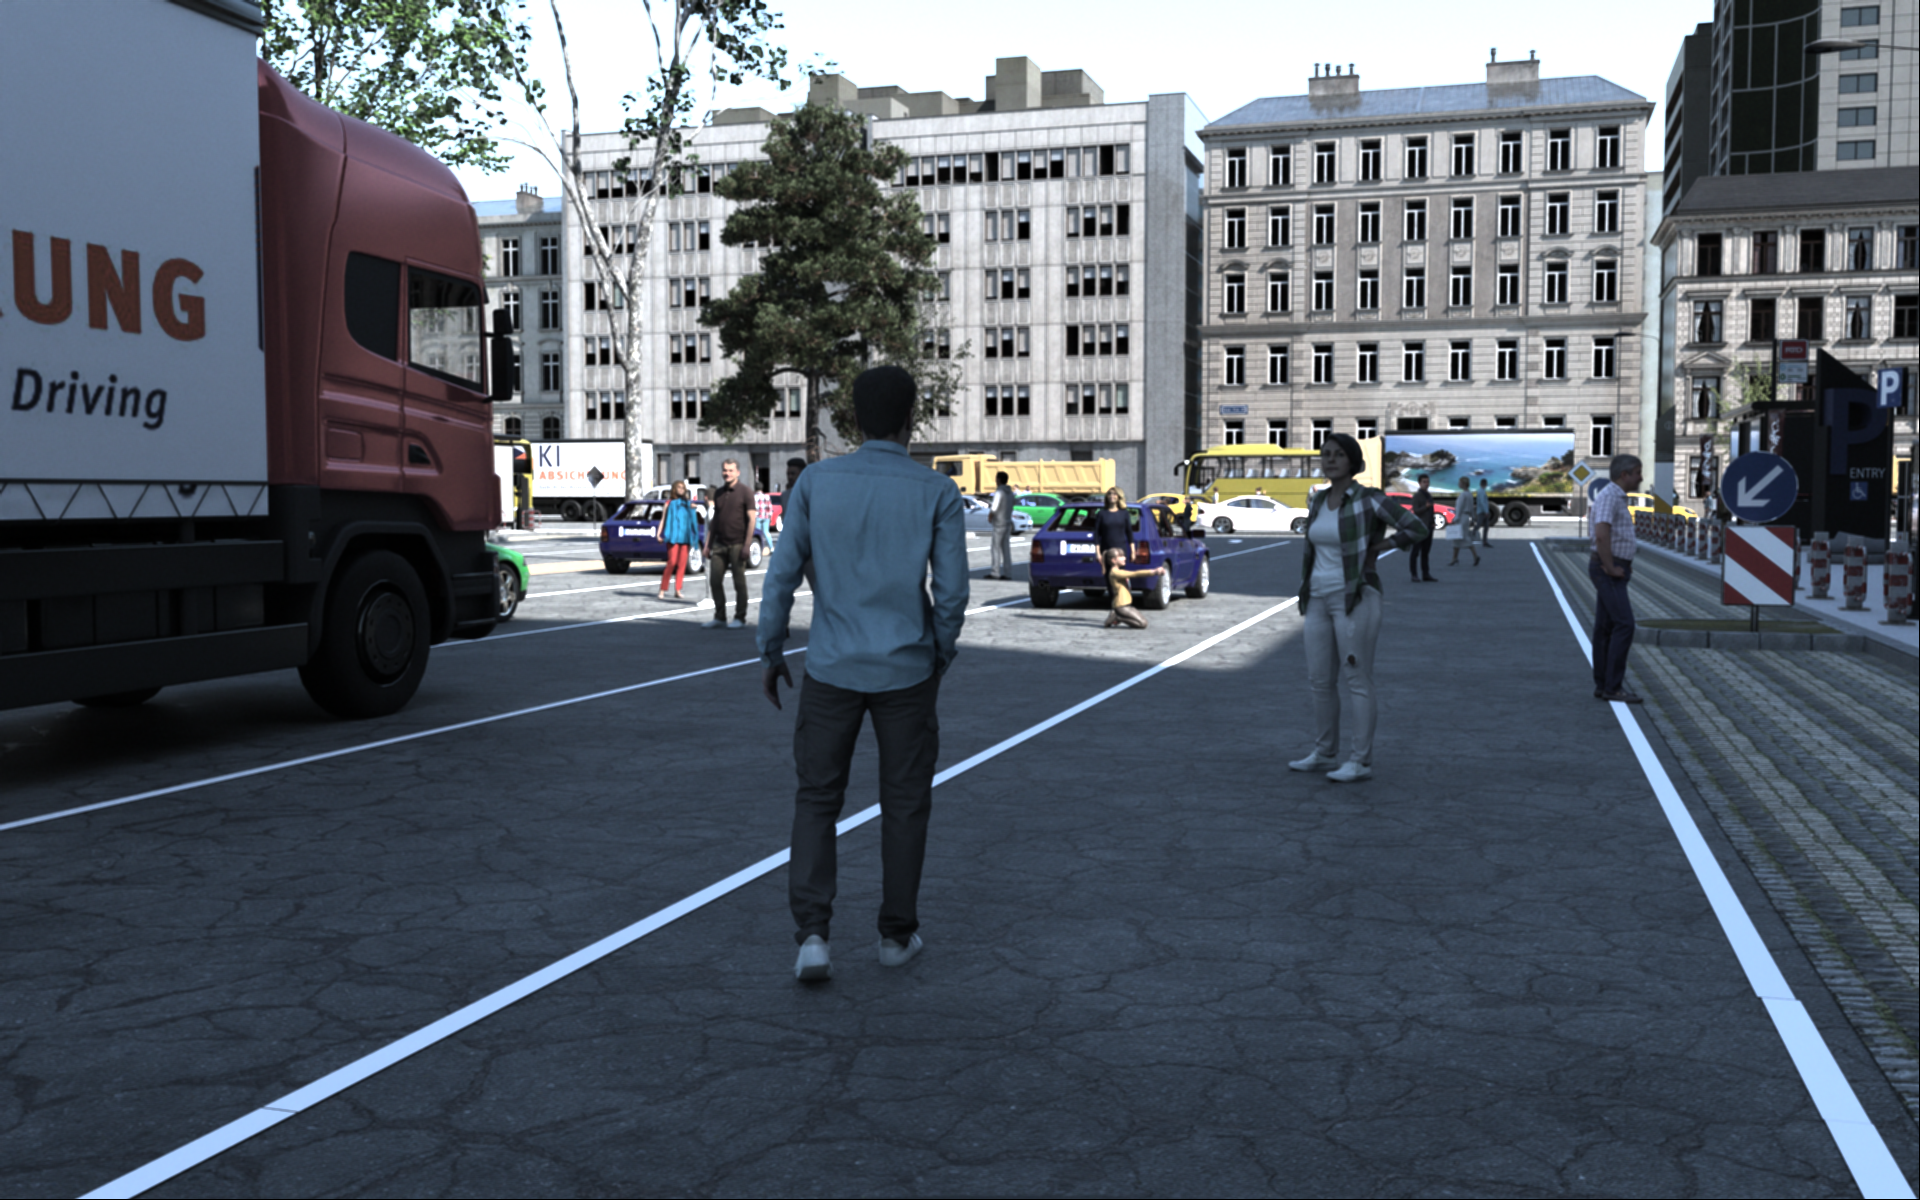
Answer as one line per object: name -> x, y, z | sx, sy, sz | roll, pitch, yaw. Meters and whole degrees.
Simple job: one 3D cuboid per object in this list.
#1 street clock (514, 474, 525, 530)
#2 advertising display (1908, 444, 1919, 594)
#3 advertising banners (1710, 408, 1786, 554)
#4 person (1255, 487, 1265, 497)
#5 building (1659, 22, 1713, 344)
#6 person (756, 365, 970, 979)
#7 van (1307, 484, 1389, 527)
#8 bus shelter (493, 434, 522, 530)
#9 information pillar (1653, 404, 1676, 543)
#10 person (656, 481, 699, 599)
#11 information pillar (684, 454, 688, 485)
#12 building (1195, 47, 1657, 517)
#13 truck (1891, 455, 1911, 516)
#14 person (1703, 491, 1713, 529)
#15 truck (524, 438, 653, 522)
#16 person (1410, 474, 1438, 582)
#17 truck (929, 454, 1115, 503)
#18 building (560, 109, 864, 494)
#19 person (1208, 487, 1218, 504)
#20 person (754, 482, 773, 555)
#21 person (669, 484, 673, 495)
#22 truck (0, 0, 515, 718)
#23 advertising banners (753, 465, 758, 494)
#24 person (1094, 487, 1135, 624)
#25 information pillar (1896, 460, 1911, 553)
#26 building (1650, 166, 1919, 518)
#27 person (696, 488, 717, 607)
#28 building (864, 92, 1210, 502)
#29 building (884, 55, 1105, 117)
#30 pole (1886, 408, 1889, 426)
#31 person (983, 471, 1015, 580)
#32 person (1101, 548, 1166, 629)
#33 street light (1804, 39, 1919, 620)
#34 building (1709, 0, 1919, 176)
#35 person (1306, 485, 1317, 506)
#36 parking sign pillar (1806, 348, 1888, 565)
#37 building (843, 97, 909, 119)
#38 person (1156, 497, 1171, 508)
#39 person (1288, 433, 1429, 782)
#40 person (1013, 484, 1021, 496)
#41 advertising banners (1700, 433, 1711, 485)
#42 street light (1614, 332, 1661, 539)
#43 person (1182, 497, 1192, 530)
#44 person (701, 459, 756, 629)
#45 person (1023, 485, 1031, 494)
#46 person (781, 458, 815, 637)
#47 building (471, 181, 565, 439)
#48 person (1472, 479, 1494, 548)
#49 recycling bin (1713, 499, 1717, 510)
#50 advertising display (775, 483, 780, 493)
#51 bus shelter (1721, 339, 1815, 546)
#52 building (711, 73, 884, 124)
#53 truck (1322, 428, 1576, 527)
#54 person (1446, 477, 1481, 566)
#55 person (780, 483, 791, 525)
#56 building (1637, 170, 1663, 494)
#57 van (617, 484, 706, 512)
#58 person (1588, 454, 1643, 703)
street clock -> -15.757, -3.507, 61.907 | 0.471, 2.002, 0.358 | 3, 5, 41
advertising display -> 12.249, -1.026, 21.984 | 0.123, 1.923, 0.974 | 1, 4, 14
advertising banners -> 16.567, -2.459, 36.390 | 0.090, 3.025, 2.074 | -1, 4, -15
person -> 12.384, -3.822, 71.792 | 0.445, 1.727, 0.742 | 2, 4, 26
building -> 82.482, -33.618, 173.349 | 21.300, 48.544, 21.600 | 1, 4, 17
person -> -0.300, 0.204, 5.192 | 0.660, 1.820, 0.620 | 0, 4, 3
van -> 17.082, -4.156, 74.968 | 4.112, 2.044, 2.013 | 1, 4, 16
bus shelter -> -17.888, -4.887, 57.532 | 2.179, 5.291, 8.768 | 1, 4, 18
information pillar -> 18.417, -3.297, 45.259 | 0.504, 3.616, 0.183 | 1, 4, 19
person -> -3.889, -0.834, 23.843 | 0.593, 1.614, 0.444 | -1, 4, -14
information pillar -> -15.860, -6.669, 100.387 | 0.183, 3.616, 0.504 | 0, 4, 5
building -> 27.439, -18.726, 103.429 | 25.104, 27.353, 12.463 | 1, 4, 17
truck -> 42.810, -4.915, 76.287 | 9.791, 3.379, 3.469 | 1, 4, 17
person -> 30.791, -3.709, 71.350 | 0.429, 1.552, 0.499 | 3, 5, 40
truck -> -21.540, -6.161, 89.648 | 11.283, 4.237, 2.839 | 1, 4, 16
person -> 7.672, -1.178, 28.283 | 0.617, 1.759, 0.750 | -2, 4, -25
truck -> 2.533, -5.431, 84.721 | 9.791, 3.379, 3.469 | 1, 4, 16
building -> -14.534, -18.187, 115.382 | 19.932, 24.808, 12.078 | 1, 4, 17
person -> 11.384, -4.205, 77.817 | 0.524, 1.755, 0.480 | 0, 4, 5
person -> -4.657, -1.907, 40.523 | 0.563, 1.720, 0.643 | -2, 4, -28
person -> -10.332, -3.329, 63.074 | 0.789, 1.805, 0.875 | 1, 4, 9
truck -> -5.732, -1.173, 8.086 | 2.839, 4.237, 11.283 | 1, 4, 16
advertising banners -> -12.399, -6.621, 104.444 | 0.090, 3.025, 2.074 | 0, 4, 7
person -> 1.704, -0.505, 19.302 | 0.480, 1.512, 0.613 | 0, 4, -8
information pillar -> 20.711, -2.040, 37.854 | 0.304, 2.012, 0.304 | 0, 4, -5
building -> 48.752, -14.137, 95.771 | 19.286, 19.102, 10.561 | 1, 4, 17
person -> -3.175, -0.680, 22.211 | 0.523, 1.515, 0.503 | -2, 4, -24
building -> 5.509, -17.911, 110.864 | 19.932, 24.808, 12.078 | 1, 4, 17
building -> 5.469, -35.101, 197.598 | 21.600, 48.544, 21.300 | 1, 4, 17
pole -> 19.865, -2.645, 37.097 | 0.158, 3.312, 0.155 | 0, 3, 0
person -> 0.657, -1.238, 28.894 | 0.789, 1.805, 0.875 | 3, 4, 37
person -> 1.848, -0.125, 18.461 | 0.695, 0.859, 0.347 | 1, 4, 16
street light -> 9.326, -2.764, 17.736 | 1.470, 5.913, 1.316 | 1, 4, 17
building -> 75.798, -43.674, 152.319 | 20.563, 71.187, 20.611 | 1, 4, 17
person -> 13.714, -3.539, 66.765 | 0.661, 1.777, 0.834 | -1, 4, -22
parking sign pillar -> 16.525, -2.665, 32.051 | 1.447, 3.967, 1.447 | 0, 4, -6
building -> -6.703, -29.490, 174.037 | 32.217, 40.220, 23.993 | 1, 4, 17
person -> 5.413, -2.070, 46.249 | 0.435, 1.345, 0.340 | 0, 4, -7
person -> 1.951, 0.028, 8.760 | 0.376, 1.734, 0.841 | -2, 4, -25
person -> 2.424, -3.816, 70.731 | 0.795, 1.843, 0.661 | 0, 4, -1
advertising banners -> 21.848, -3.253, 49.375 | 0.090, 3.025, 2.074 | -1, 4, -22
street light -> 19.468, -4.723, 49.760 | 1.470, 5.913, 1.316 | 1, 4, 17
person -> 6.467, -2.279, 49.670 | 0.340, 1.345, 0.435 | 1, 4, 16
person -> -2.475, -0.602, 18.463 | 0.598, 1.807, 0.434 | 3, 5, 42
person -> 3.238, -4.464, 81.349 | 0.709, 1.838, 0.599 | -2, 4, -31
person -> -1.585, -0.525, 17.361 | 0.678, 1.792, 0.850 | 2, 4, 33
building -> -40.182, -18.771, 125.990 | 34.723, 24.649, 14.460 | 1, 4, 17
person -> 13.946, -2.330, 46.461 | 0.748, 1.841, 0.638 | 2, 4, 27
recycling bin -> 37.524, -4.440, 85.155 | 0.722, 1.027, 0.722 | -1, 4, -11
advertising display -> -11.071, -6.105, 105.034 | 0.123, 1.923, 0.974 | -1, 4, -17
bus shelter -> 20.111, -3.981, 42.726 | 2.179, 5.291, 8.768 | 1, 4, 18
building -> -15.194, -35.570, 205.269 | 21.600, 48.544, 21.300 | 1, 4, 17
truck -> 21.103, -5.355, 76.461 | 11.283, 4.237, 2.839 | 1, 4, 17
person -> 10.093, -1.577, 34.644 | 0.694, 1.780, 0.624 | -2, 4, -34
person -> -4.663, -2.350, 47.673 | 0.760, 1.731, 0.466 | -1, 4, -11
building -> 91.303, -38.885, 255.378 | 30.456, 49.044, 23.786 | 1, 4, 17
van -> -13.106, -4.238, 76.306 | 4.112, 2.044, 2.013 | 1, 4, 17
person -> 4.628, -0.164, 12.126 | 0.436, 1.711, 0.756 | 2, 4, 34
